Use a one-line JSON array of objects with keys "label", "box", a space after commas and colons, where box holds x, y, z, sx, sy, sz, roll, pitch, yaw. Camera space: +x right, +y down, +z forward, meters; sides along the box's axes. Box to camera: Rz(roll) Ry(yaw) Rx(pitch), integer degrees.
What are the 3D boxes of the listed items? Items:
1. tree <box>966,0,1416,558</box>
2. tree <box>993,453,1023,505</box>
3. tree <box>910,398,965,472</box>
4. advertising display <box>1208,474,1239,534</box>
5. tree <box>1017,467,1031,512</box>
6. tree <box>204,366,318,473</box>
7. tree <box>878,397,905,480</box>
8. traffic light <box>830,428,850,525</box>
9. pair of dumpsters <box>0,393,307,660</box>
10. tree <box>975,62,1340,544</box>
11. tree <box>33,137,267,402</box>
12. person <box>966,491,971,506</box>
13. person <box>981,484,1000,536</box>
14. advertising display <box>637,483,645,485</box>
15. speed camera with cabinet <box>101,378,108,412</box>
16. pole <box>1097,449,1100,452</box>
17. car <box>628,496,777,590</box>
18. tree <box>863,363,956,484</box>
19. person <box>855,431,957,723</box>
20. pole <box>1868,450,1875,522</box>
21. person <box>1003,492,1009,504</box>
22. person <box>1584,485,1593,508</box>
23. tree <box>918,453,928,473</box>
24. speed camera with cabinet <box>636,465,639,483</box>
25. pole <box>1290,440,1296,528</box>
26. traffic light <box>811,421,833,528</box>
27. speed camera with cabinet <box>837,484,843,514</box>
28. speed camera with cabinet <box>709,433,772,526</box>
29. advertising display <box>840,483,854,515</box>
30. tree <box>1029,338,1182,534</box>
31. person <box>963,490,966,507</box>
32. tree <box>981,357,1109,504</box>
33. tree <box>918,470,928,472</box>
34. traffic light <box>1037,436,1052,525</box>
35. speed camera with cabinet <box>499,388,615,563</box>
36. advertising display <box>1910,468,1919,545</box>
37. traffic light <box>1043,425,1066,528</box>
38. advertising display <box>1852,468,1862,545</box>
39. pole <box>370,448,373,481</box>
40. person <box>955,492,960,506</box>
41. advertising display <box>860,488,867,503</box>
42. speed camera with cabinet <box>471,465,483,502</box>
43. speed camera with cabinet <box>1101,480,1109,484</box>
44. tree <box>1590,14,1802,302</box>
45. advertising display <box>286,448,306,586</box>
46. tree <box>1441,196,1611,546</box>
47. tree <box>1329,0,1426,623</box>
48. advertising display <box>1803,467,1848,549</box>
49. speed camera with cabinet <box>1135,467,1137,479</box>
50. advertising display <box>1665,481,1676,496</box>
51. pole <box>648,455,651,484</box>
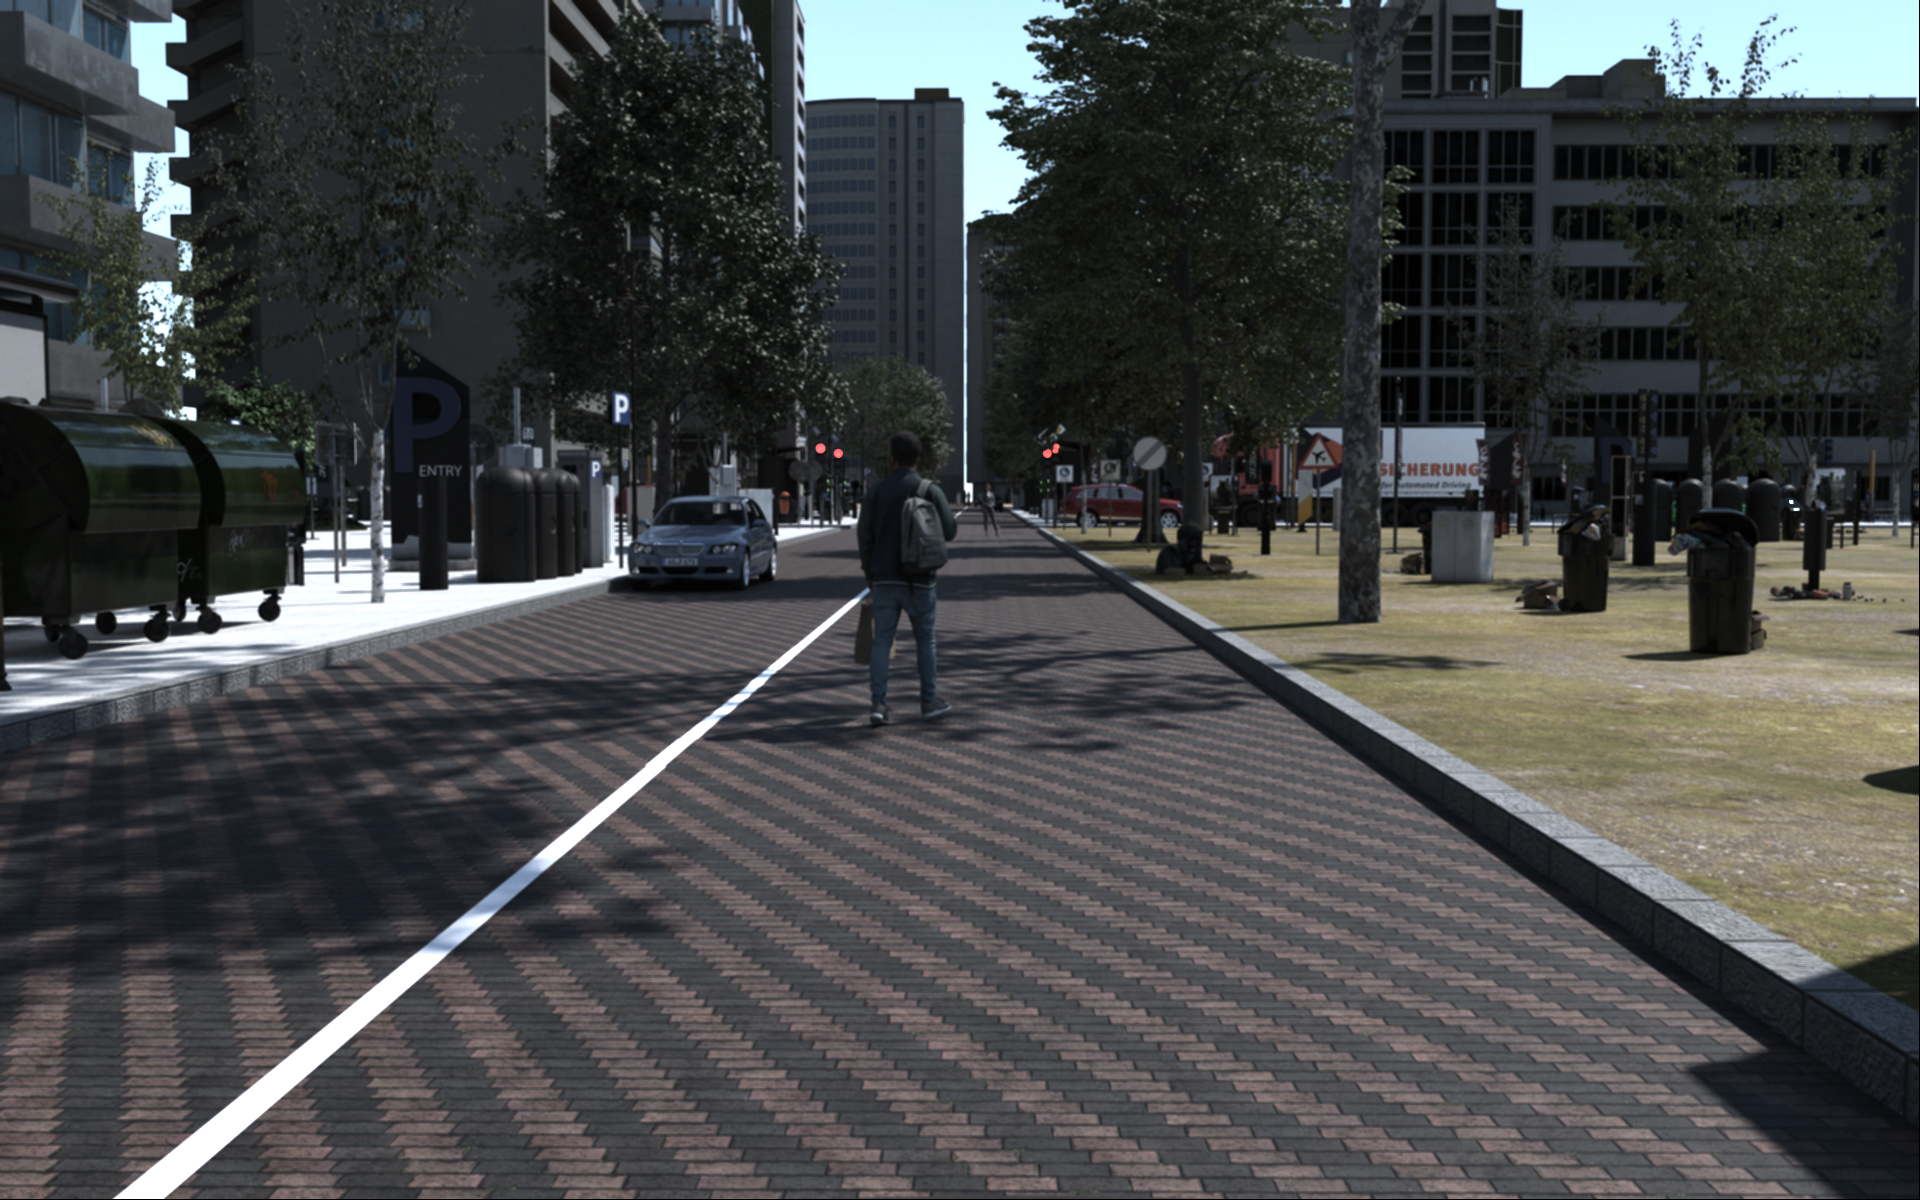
[{"label": "tree", "box": [3.669, -6.826, 29.737, 7.486, 12.596, 7.792, 0, 3, 0]}, {"label": "tree", "box": [6.187, -15.867, 209.792, 4.737, 8.622, 4.395, 0, 3, 0]}, {"label": "tree", "box": [-4.438, -18.318, 209.873, 12.009, 13.543, 11.850, 0, 3, 0]}, {"label": "advertising display", "box": [8.482, -3.091, 55.752, 0.974, 1.923, 0.123, 0, 4, -4]}, {"label": "tree", "box": [4.951, -7.885, 123.525, 1.663, 3.219, 1.824, 0, 3, 0]}, {"label": "tree", "box": [-18.057, -3.728, 44.663, 4.285, 4.588, 4.351, 0, 3, 0]}, {"label": "tree", "box": [-5.610, -9.427, 104.485, 4.360, 8.622, 3.978, 0, 3, 0]}, {"label": "traffic light", "box": [-5.068, -5.131, 72.816, 0.839, 4.253, 0.868, 0, 4, 1]}, {"label": "pair of dumpsters", "box": [-7.385, -0.787, 15.366, 1.574, 2.255, 4.437, 0, 4, 1]}, {"label": "tree", "box": [5.042, -7.819, 44.845, 9.611, 12.733, 9.660, 0, 3, 0]}, {"label": "tree", "box": [-17.266, -5.277, 36.641, 4.737, 8.622, 4.395, 0, 3, 0]}, {"label": "person", "box": [0.963, -11.769, 200.856, 0.705, 1.831, 1.348, -2, 4, -35]}, {"label": "person", "box": [1.031, -3.080, 59.135, 0.520, 1.790, 0.573, -3, 5, -39]}, {"label": "advertising display", "box": [-18.651, -5.867, 101.132, 0.974, 1.923, 0.123, 3, 4, 37]}, {"label": "speed camera with cabinet", "box": [-14.882, -2.116, 28.935, 0.660, 3.252, 2.038, 3, 5, 41]}, {"label": "pole", "box": [6.168, -5.137, 77.832, 0.158, 3.312, 0.155, 0, 3, 0]}, {"label": "car", "box": [-3.982, -0.940, 27.370, 2.014, 1.417, 4.499, 0, 4, 2]}, {"label": "tree", "box": [-4.997, -16.118, 170.180, 9.857, 13.997, 8.962, 0, 3, 0]}, {"label": "person", "box": [-0.392, -0.144, 10.844, 0.794, 1.824, 0.713, 2, 4, 25]}, {"label": "pole", "box": [41.907, -5.245, 79.605, 0.158, 3.312, 0.155, 0, 3, 0]}, {"label": "person", "box": [6.059, -13.407, 228.416, 0.721, 1.735, 1.217, -3, 5, -44]}, {"label": "person", "box": [24.548, -3.579, 67.008, 0.794, 1.824, 0.713, -3, 4, -38]}, {"label": "tree", "box": [-4.492, -14.900, 193.973, 4.360, 8.622, 3.978, 0, 3, 0]}, {"label": "speed camera with cabinet", "box": [-21.965, -7.551, 117.794, 0.660, 3.252, 2.038, 1, 4, 9]}, {"label": "pole", "box": [12.549, -4.368, 65.255, 0.158, 3.312, 0.155, 0, 3, 0]}, {"label": "traffic light", "box": [-5.172, -4.643, 64.831, 0.839, 4.253, 0.868, 0, 4, 1]}, {"label": "speed camera with cabinet", "box": [-7.868, -7.079, 110.079, 0.660, 3.252, 2.038, -2, 4, -24]}, {"label": "speed camera with cabinet", "box": [-7.090, -3.776, 56.067, 2.038, 3.252, 0.660, -3, 4, -38]}, {"label": "advertising display", "box": [-6.488, -5.717, 98.683, 0.974, 1.923, 0.123, 1, 4, 14]}, {"label": "tree", "box": [4.176, -6.400, 55.002, 4.360, 8.622, 3.978, 0, 3, 0]}, {"label": "person", "box": [0.528, -11.616, 198.058, 0.705, 1.869, 1.348, 0, 4, 1]}, {"label": "tree", "box": [5.092, -10.042, 98.601, 7.601, 10.594, 8.767, 1, 4, 12]}, {"label": "tree", "box": [-4.701, -12.488, 187.886, 4.285, 4.588, 4.351, 0, 3, 0]}, {"label": "traffic light", "box": [3.643, -5.125, 72.719, 0.839, 4.253, 0.868, 0, 4, 1]}, {"label": "speed camera with cabinet", "box": [-7.538, -2.329, 32.414, 2.038, 3.252, 0.660, 0, 4, 3]}, {"label": "advertising display", "box": [24.330, -2.332, 43.334, 0.974, 1.923, 0.123, 1, 4, 14]}, {"label": "traffic light", "box": [3.539, -4.637, 64.735, 0.839, 4.253, 0.868, 0, 4, 1]}, {"label": "advertising display", "box": [22.627, -2.355, 43.717, 0.123, 1.923, 0.974, 2, 4, 23]}, {"label": "pole", "box": [-25.868, -5.049, 76.395, 0.158, 3.312, 0.155, 0, 3, 0]}, {"label": "person", "box": [-0.214, -12.394, 211.805, 0.621, 1.740, 0.551, 3, 5, 40]}, {"label": "advertising display", "box": [-6.982, -7.620, 129.793, 0.974, 1.923, 0.123, 0, 4, -1]}, {"label": "speed camera with cabinet", "box": [-13.400, -3.323, 48.662, 2.038, 3.252, 0.660, 3, 5, 40]}, {"label": "speed camera with cabinet", "box": [9.066, -6.762, 104.886, 0.660, 3.252, 2.038, -1, 4, -13]}, {"label": "tree", "box": [12.007, -4.693, 27.093, 4.737, 8.622, 4.395, 0, 3, 0]}, {"label": "advertising display", "box": [-9.428, -1.180, 24.514, 0.123, 1.923, 0.974, -2, 4, -33]}, {"label": "tree", "box": [13.966, -5.636, 42.516, 4.360, 8.622, 3.978, 0, 3, 0]}, {"label": "tree", "box": [5.345, -9.802, 16.157, 12.611, 20.169, 13.585, 0, 3, 0]}, {"label": "advertising display", "box": [20.356, -2.174, 40.760, 0.974, 1.923, 0.123, 0, 4, -2]}, {"label": "speed camera with cabinet", "box": [12.569, -7.960, 124.479, 0.660, 3.252, 2.038, 2, 4, 28]}, {"label": "advertising display", "box": [34.031, -4.784, 83.426, 0.123, 1.923, 0.974, -1, 4, -23]}, {"label": "pole", "box": [-16.260, -5.923, 90.687, 0.158, 3.312, 0.155, 0, 3, 0]}]
